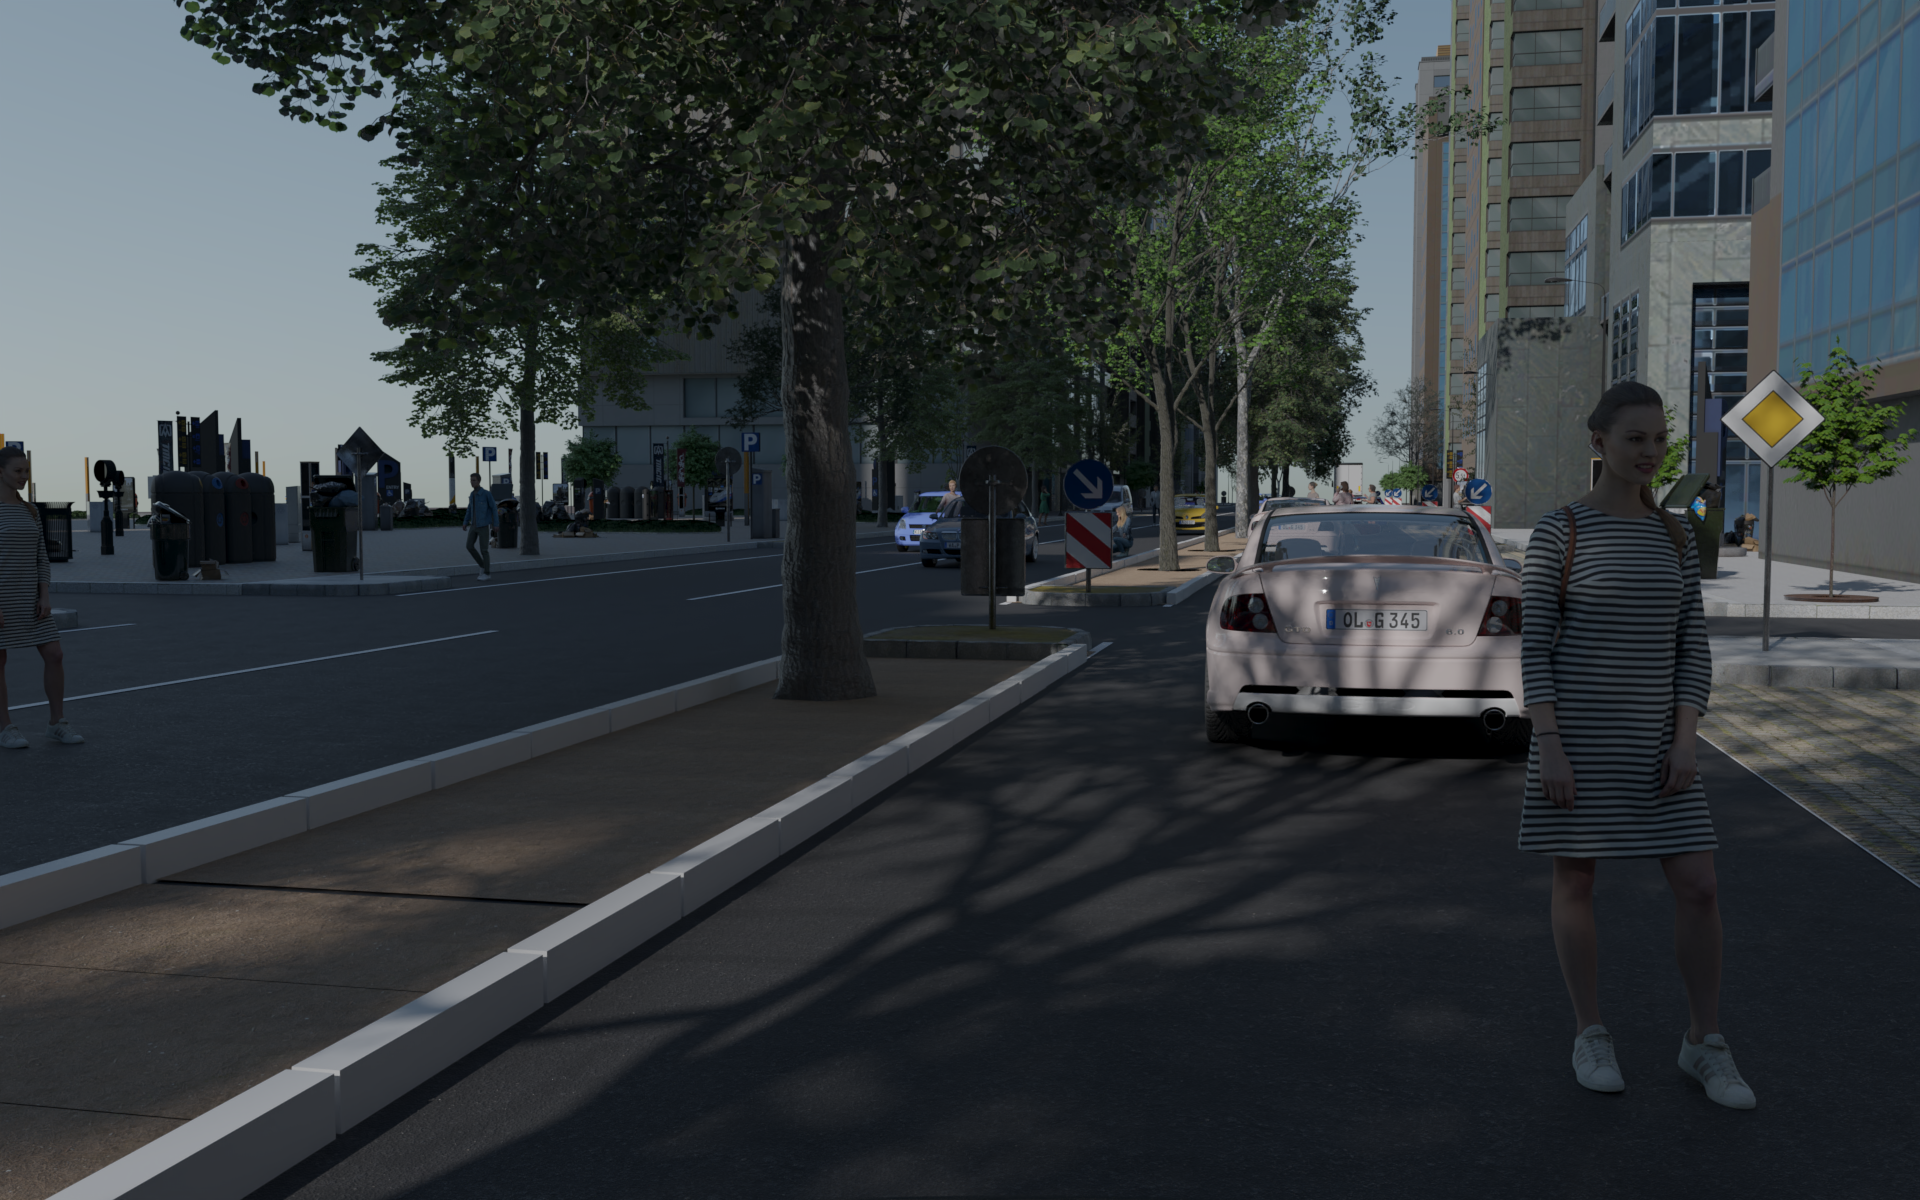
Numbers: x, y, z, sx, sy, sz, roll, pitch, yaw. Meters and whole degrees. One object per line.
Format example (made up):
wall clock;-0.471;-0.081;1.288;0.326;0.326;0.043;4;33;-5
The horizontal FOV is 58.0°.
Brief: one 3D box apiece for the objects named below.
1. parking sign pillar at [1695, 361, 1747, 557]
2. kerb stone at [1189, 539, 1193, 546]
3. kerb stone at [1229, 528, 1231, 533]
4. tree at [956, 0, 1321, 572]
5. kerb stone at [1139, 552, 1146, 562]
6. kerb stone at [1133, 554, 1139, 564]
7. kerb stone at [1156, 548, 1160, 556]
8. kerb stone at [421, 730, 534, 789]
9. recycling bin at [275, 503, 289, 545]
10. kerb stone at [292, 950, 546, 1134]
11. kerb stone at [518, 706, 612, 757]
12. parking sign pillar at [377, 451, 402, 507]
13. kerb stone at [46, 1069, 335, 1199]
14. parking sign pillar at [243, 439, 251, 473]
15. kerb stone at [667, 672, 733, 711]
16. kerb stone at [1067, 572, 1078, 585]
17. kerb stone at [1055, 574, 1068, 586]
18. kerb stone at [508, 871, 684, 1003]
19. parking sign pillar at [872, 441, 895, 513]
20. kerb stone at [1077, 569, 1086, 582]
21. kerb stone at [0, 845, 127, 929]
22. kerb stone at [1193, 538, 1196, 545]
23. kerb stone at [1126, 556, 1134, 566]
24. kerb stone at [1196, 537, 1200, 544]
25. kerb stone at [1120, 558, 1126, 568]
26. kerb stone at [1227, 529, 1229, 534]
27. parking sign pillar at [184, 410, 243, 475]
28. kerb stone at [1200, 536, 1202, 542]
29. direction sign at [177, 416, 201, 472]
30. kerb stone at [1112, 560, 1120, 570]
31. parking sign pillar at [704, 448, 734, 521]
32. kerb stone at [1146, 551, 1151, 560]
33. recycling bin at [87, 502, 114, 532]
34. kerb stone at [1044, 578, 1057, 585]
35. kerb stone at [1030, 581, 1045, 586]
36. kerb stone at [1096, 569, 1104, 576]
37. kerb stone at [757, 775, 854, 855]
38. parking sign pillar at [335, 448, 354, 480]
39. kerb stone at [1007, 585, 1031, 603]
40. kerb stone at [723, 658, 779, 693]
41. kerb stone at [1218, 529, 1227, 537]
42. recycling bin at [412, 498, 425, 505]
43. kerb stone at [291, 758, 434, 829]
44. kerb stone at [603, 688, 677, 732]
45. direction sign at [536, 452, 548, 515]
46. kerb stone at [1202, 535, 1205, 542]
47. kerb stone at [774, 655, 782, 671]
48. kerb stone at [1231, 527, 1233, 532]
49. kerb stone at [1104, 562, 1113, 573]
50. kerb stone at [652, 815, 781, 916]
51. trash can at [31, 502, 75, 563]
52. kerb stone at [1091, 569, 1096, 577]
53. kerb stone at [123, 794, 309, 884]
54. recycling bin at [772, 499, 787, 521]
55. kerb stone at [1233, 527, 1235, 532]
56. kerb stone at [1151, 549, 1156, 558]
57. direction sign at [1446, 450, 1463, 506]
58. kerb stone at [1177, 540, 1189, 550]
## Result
parking sign pillar;15.518;-2.893;35.778;1.447;3.967;1.447;2;4;31
kerb stone;6.199;-1.535;47.374;0.120;0.150;1.000;1;4;13
kerb stone;9.578;-2.458;62.378;0.120;0.150;1.000;1;4;13
tree;3.793;-6.342;31.903;9.928;11.665;9.643;0;3;0
kerb stone;3.727;-0.867;36.377;0.120;0.150;1.000;1;4;13
kerb stone;3.495;-0.801;35.382;0.120;0.150;1.000;1;4;13
kerb stone;4.394;-1.050;39.375;0.120;0.150;1.000;1;4;13
kerb stone;-2.476;0.819;8.842;0.120;0.150;1.000;1;4;13
recycling bin;-17.447;-1.913;43.838;0.722;1.027;0.722;-2;4;-31
kerb stone;-1.334;1.095;4.371;0.120;0.150;1.000;1;4;13
kerb stone;-2.258;0.756;9.841;0.120;0.150;1.000;1;4;13
parking sign pillar;-32.725;-6.779;99.315;1.447;3.967;1.447;-1;4;-20
kerb stone;-1.555;1.153;3.369;0.120;0.150;1.000;1;4;13
parking sign pillar;-25.684;-4.483;61.765;1.447;3.967;1.447;-3;4;-36
kerb stone;-1.801;0.633;11.839;0.120;0.150;1.000;1;4;13
kerb stone;1.687;-0.316;27.369;0.120;0.150;1.000;1;4;13
kerb stone;1.468;-0.255;26.370;0.120;0.150;1.000;1;4;13
kerb stone;-1.109;1.031;5.369;0.120;0.150;1.000;1;4;13
parking sign pillar;-3.845;-6.029;87.048;1.447;3.967;1.447;3;5;40
kerb stone;1.923;-0.377;28.367;0.120;0.150;1.000;1;4;13
kerb stone;-3.156;1.000;5.842;0.120;0.150;1.000;1;4;13
kerb stone;6.424;-1.596;48.372;0.120;0.150;1.000;1;4;13
kerb stone;3.275;-0.741;34.384;0.120;0.150;1.000;1;4;13
kerb stone;6.655;-1.659;49.373;0.120;0.150;1.000;1;4;13
kerb stone;3.036;-0.682;33.376;0.120;0.150;1.000;1;4;13
kerb stone;9.350;-2.396;61.378;0.120;0.150;1.000;1;4;13
parking sign pillar;-24.369;-4.124;55.902;1.447;3.967;1.447;1;4;18
kerb stone;6.874;-1.724;50.376;0.120;0.150;1.000;1;4;13
direction sign;-22.485;-3.583;50.573;0.379;3.537;0.876;1;4;19
kerb stone;2.815;-0.623;32.375;0.120;0.150;1.000;1;4;13
parking sign pillar;-11.593;-5.793;83.180;1.447;3.967;1.447;0;4;6
kerb stone;3.950;-0.928;37.375;0.120;0.150;1.000;1;4;13
recycling bin;-29.023;-2.808;58.459;0.722;1.027;0.722;-2;4;-34
kerb stone;1.240;-0.192;25.366;0.120;0.150;1.000;1;4;13
kerb stone;1.015;-0.133;24.366;0.120;0.150;1.000;1;4;13
kerb stone;2.358;-0.500;30.364;0.120;0.150;1.000;1;4;13
kerb stone;-0.659;0.909;7.363;0.120;0.150;1.000;1;4;13
parking sign pillar;-35.839;-6.876;100.897;1.447;3.967;1.447;1;4;12
kerb stone;0.788;-0.066;23.358;0.120;0.150;1.000;1;4;13
kerb stone;-1.581;0.572;12.838;0.120;0.150;1.000;1;4;13
kerb stone;9.124;-2.335;60.375;0.120;0.150;1.000;1;4;13
recycling bin;-31.918;-5.459;101.815;0.722;1.027;0.722;0;4;6
kerb stone;-2.707;0.878;7.843;0.120;0.150;1.000;1;4;13
kerb stone;-2.031;0.695;10.838;0.120;0.150;1.000;1;4;13
direction sign;-22.412;-6.173;92.922;0.379;3.537;0.876;2;4;32
kerb stone;7.097;-1.780;51.374;0.120;0.150;1.000;1;4;13
kerb stone;-1.352;0.514;13.834;0.120;0.150;1.000;1;4;13
kerb stone;9.803;-2.520;63.391;0.120;0.150;1.000;1;4;13
kerb stone;2.595;-0.555;31.371;0.120;0.150;1.000;1;4;13
kerb stone;-0.884;0.968;6.366;0.120;0.150;1.000;1;4;13
trash can;-16.993;-1.274;32.484;0.748;1.137;0.748;0;3;0
kerb stone;2.138;-0.439;29.366;0.120;0.150;1.000;1;4;13
kerb stone;-2.928;0.939;6.841;0.120;0.150;1.000;1;4;13
recycling bin;-8.685;-4.316;83.116;0.722;1.027;0.722;3;5;42
kerb stone;10.026;-2.576;64.388;0.120;0.150;1.000;1;4;13
kerb stone;4.166;-0.987;38.379;0.120;0.150;1.000;1;4;13
direction sign;25.432;-5.940;89.108;0.876;3.537;0.379;-1;4;-8
kerb stone;5.970;-1.479;46.376;0.120;0.150;1.000;1;4;13
